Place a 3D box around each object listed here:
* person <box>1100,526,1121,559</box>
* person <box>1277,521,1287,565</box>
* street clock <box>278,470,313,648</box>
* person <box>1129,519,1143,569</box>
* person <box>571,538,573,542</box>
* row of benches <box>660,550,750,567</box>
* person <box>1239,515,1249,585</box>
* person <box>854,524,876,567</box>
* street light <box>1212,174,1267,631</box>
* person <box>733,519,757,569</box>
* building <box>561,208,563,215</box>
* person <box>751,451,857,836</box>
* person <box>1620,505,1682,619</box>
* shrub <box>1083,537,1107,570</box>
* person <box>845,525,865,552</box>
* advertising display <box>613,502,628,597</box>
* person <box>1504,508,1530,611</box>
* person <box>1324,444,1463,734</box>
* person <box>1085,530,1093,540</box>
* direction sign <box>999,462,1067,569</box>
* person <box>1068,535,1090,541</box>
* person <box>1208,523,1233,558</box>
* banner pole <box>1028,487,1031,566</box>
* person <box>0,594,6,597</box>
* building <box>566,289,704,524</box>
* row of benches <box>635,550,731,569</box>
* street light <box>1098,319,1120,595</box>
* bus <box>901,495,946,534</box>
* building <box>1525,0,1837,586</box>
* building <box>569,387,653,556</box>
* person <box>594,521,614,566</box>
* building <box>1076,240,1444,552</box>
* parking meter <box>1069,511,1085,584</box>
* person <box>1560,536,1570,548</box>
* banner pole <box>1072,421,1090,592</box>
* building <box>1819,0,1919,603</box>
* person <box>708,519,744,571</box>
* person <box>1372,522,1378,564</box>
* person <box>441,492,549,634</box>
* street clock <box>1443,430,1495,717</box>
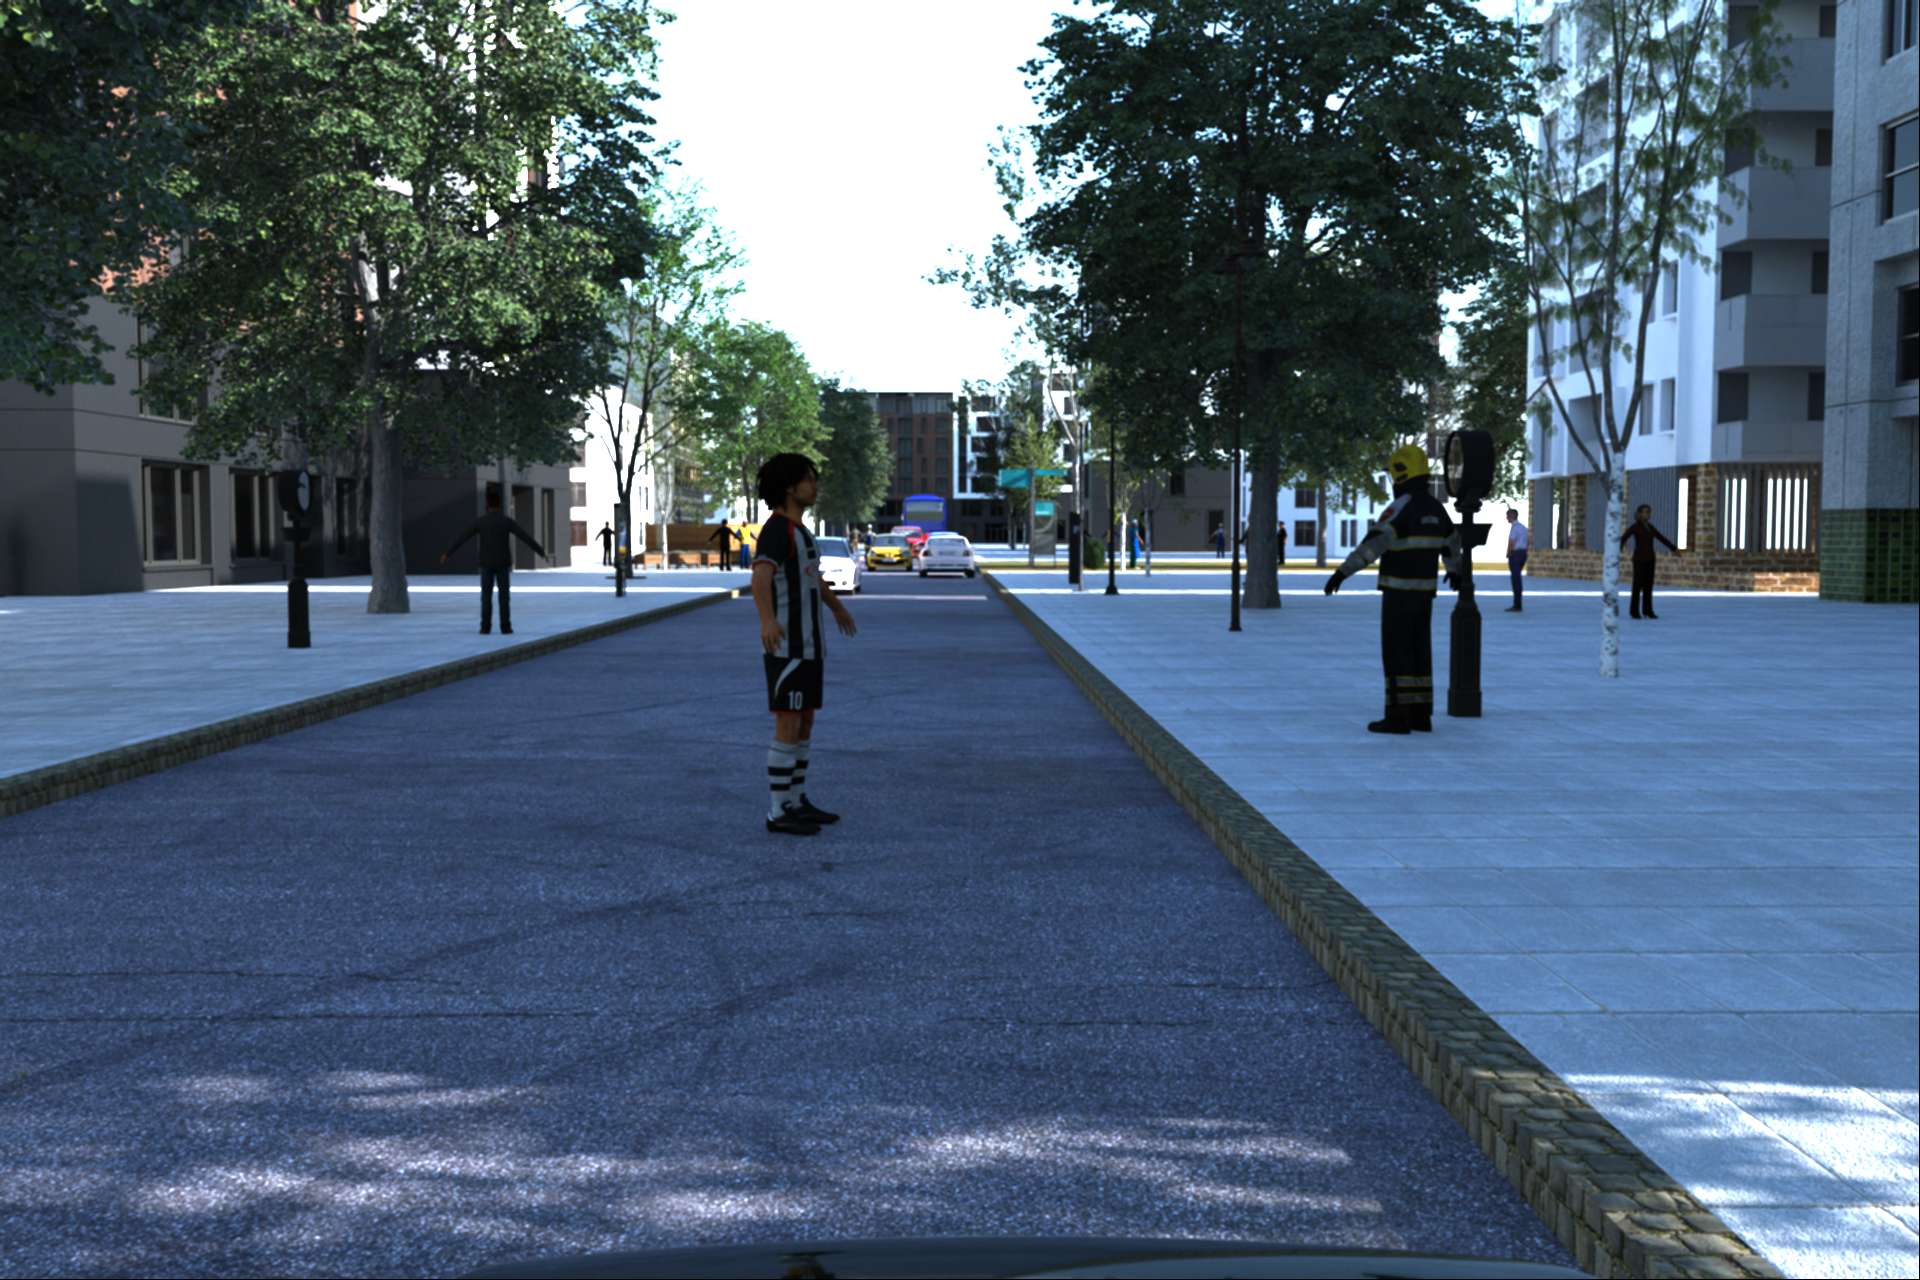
[{"bbox_3d":[7.854,-5.094,89.755,1.216,1.772,0.721,1,4,15],"label":"person"},{"bbox_3d":[13.369,-4.054,72.214,0.705,1.837,1.347,-1,4,-12],"label":"person"},{"bbox_3d":[-7.457,-0.912,19.489,0.358,2.002,0.471,0,3,0],"label":"street clock"},{"bbox_3d":[6.401,-3.506,63.454,0.704,1.817,1.347,-1,4,-13],"label":"person"},{"bbox_3d":[-19.419,-4.804,84.681,0.705,1.813,1.348,2,4,26],"label":"person"},{"bbox_3d":[-9.986,-3.225,68.200,4.104,0.672,1.422,-3,5,-41],"label":"row of benches"},{"bbox_3d":[7.345,-2.297,43.732,0.705,1.807,1.348,-1,4,-18],"label":"person"},{"bbox_3d":[-3.932,-4.088,75.154,1.347,1.847,0.705,0,4,5],"label":"person"},{"bbox_3d":[3.647,-3.056,22.761,0.468,5.910,1.993,0,4,0],"label":"street light"},{"bbox_3d":[-7.855,-3.509,63.334,0.705,1.833,1.349,3,4,38],"label":"person"},{"bbox_3d":[-27.024,-13.944,84.399,16.016,20.090,11.380,0,4,0],"label":"building"},{"bbox_3d":[-0.781,0.013,8.388,0.704,1.843,1.345,1,4,11],"label":"person"},{"bbox_3d":[10.407,-1.188,26.234,1.215,1.729,0.721,-1,4,-20],"label":"person"},{"bbox_3d":[4.783,-3.111,61.982,1.383,1.207,1.383,0,3,0],"label":"shrub"},{"bbox_3d":[-5.920,-5.582,97.529,1.348,1.796,0.705,-2,4,-25],"label":"person"},{"bbox_3d":[-6.965,-1.854,35.535,0.123,1.923,0.974,0,4,-1],"label":"advertising display"},{"bbox_3d":[9.180,-1.331,28.742,0.756,1.711,0.436,-3,5,-41],"label":"person"},{"bbox_3d":[2.880,-0.334,11.223,1.351,1.858,0.704,-3,4,-39],"label":"person"},{"bbox_3d":[6.584,-5.334,93.353,1.346,1.812,0.704,-1,4,-14],"label":"person"},{"bbox_3d":[2.710,-4.563,63.371,2.525,3.948,1.411,0,4,-2],"label":"direction sign"},{"bbox_3d":[6.540,-5.493,95.596,1.354,1.856,0.705,2,4,30],"label":"person"},{"bbox_3d":[13.748,-5.226,91.300,1.347,1.847,0.705,1,4,10],"label":"person"},{"bbox_3d":[2.868,-4.922,70.499,0.401,3.779,0.863,0,4,-2],"label":"banner pole"},{"bbox_3d":[-19.624,-1.736,34.879,0.568,1.767,0.683,2,4,28],"label":"person"},{"bbox_3d":[-30.805,-18.737,137.274,19.493,23.208,18.063,0,4,-1],"label":"building"},{"bbox_3d":[-10.202,-2.990,64.348,1.422,0.672,4.104,3,5,44],"label":"row of benches"},{"bbox_3d":[3.759,-3.915,36.555,1.470,5.913,1.316,0,4,0],"label":"street light"},{"bbox_3d":[-2.231,-7.094,107.539,2.896,3.916,12.251,0,4,-1],"label":"bus"},{"bbox_3d":[22.194,-11.861,50.341,16.016,20.090,11.380,0,4,-1],"label":"building"},{"bbox_3d":[-24.385,-10.428,112.639,9.099,9.664,28.070,0,4,-1],"label":"building"},{"bbox_3d":[-14.125,-3.869,69.482,1.346,1.802,0.704,1,4,21],"label":"person"},{"bbox_3d":[22.935,-17.906,136.739,27.936,21.610,32.646,0,4,-1],"label":"building"},{"bbox_3d":[3.020,-2.390,44.783,0.399,1.863,0.255,0,4,0],"label":"parking meter"},{"bbox_3d":[20.968,-3.072,59.503,0.697,1.427,0.421,1,4,11],"label":"person"},{"bbox_3d":[2.696,-2.955,38.330,0.401,3.779,0.863,0,4,0],"label":"banner pole"},{"bbox_3d":[25.101,-9.231,17.377,16.747,18.905,31.486,0,4,0],"label":"building"},{"bbox_3d":[-8.164,-3.307,60.250,1.347,1.806,0.705,1,4,13],"label":"person"},{"bbox_3d":[17.811,-4.169,74.348,0.705,1.806,1.347,1,4,16],"label":"person"},{"bbox_3d":[-5.979,-0.991,22.270,1.348,1.821,0.705,-1,4,-12],"label":"person"},{"bbox_3d":[3.557,-0.464,12.157,0.358,2.002,0.471,0,4,0],"label":"street clock"}]
